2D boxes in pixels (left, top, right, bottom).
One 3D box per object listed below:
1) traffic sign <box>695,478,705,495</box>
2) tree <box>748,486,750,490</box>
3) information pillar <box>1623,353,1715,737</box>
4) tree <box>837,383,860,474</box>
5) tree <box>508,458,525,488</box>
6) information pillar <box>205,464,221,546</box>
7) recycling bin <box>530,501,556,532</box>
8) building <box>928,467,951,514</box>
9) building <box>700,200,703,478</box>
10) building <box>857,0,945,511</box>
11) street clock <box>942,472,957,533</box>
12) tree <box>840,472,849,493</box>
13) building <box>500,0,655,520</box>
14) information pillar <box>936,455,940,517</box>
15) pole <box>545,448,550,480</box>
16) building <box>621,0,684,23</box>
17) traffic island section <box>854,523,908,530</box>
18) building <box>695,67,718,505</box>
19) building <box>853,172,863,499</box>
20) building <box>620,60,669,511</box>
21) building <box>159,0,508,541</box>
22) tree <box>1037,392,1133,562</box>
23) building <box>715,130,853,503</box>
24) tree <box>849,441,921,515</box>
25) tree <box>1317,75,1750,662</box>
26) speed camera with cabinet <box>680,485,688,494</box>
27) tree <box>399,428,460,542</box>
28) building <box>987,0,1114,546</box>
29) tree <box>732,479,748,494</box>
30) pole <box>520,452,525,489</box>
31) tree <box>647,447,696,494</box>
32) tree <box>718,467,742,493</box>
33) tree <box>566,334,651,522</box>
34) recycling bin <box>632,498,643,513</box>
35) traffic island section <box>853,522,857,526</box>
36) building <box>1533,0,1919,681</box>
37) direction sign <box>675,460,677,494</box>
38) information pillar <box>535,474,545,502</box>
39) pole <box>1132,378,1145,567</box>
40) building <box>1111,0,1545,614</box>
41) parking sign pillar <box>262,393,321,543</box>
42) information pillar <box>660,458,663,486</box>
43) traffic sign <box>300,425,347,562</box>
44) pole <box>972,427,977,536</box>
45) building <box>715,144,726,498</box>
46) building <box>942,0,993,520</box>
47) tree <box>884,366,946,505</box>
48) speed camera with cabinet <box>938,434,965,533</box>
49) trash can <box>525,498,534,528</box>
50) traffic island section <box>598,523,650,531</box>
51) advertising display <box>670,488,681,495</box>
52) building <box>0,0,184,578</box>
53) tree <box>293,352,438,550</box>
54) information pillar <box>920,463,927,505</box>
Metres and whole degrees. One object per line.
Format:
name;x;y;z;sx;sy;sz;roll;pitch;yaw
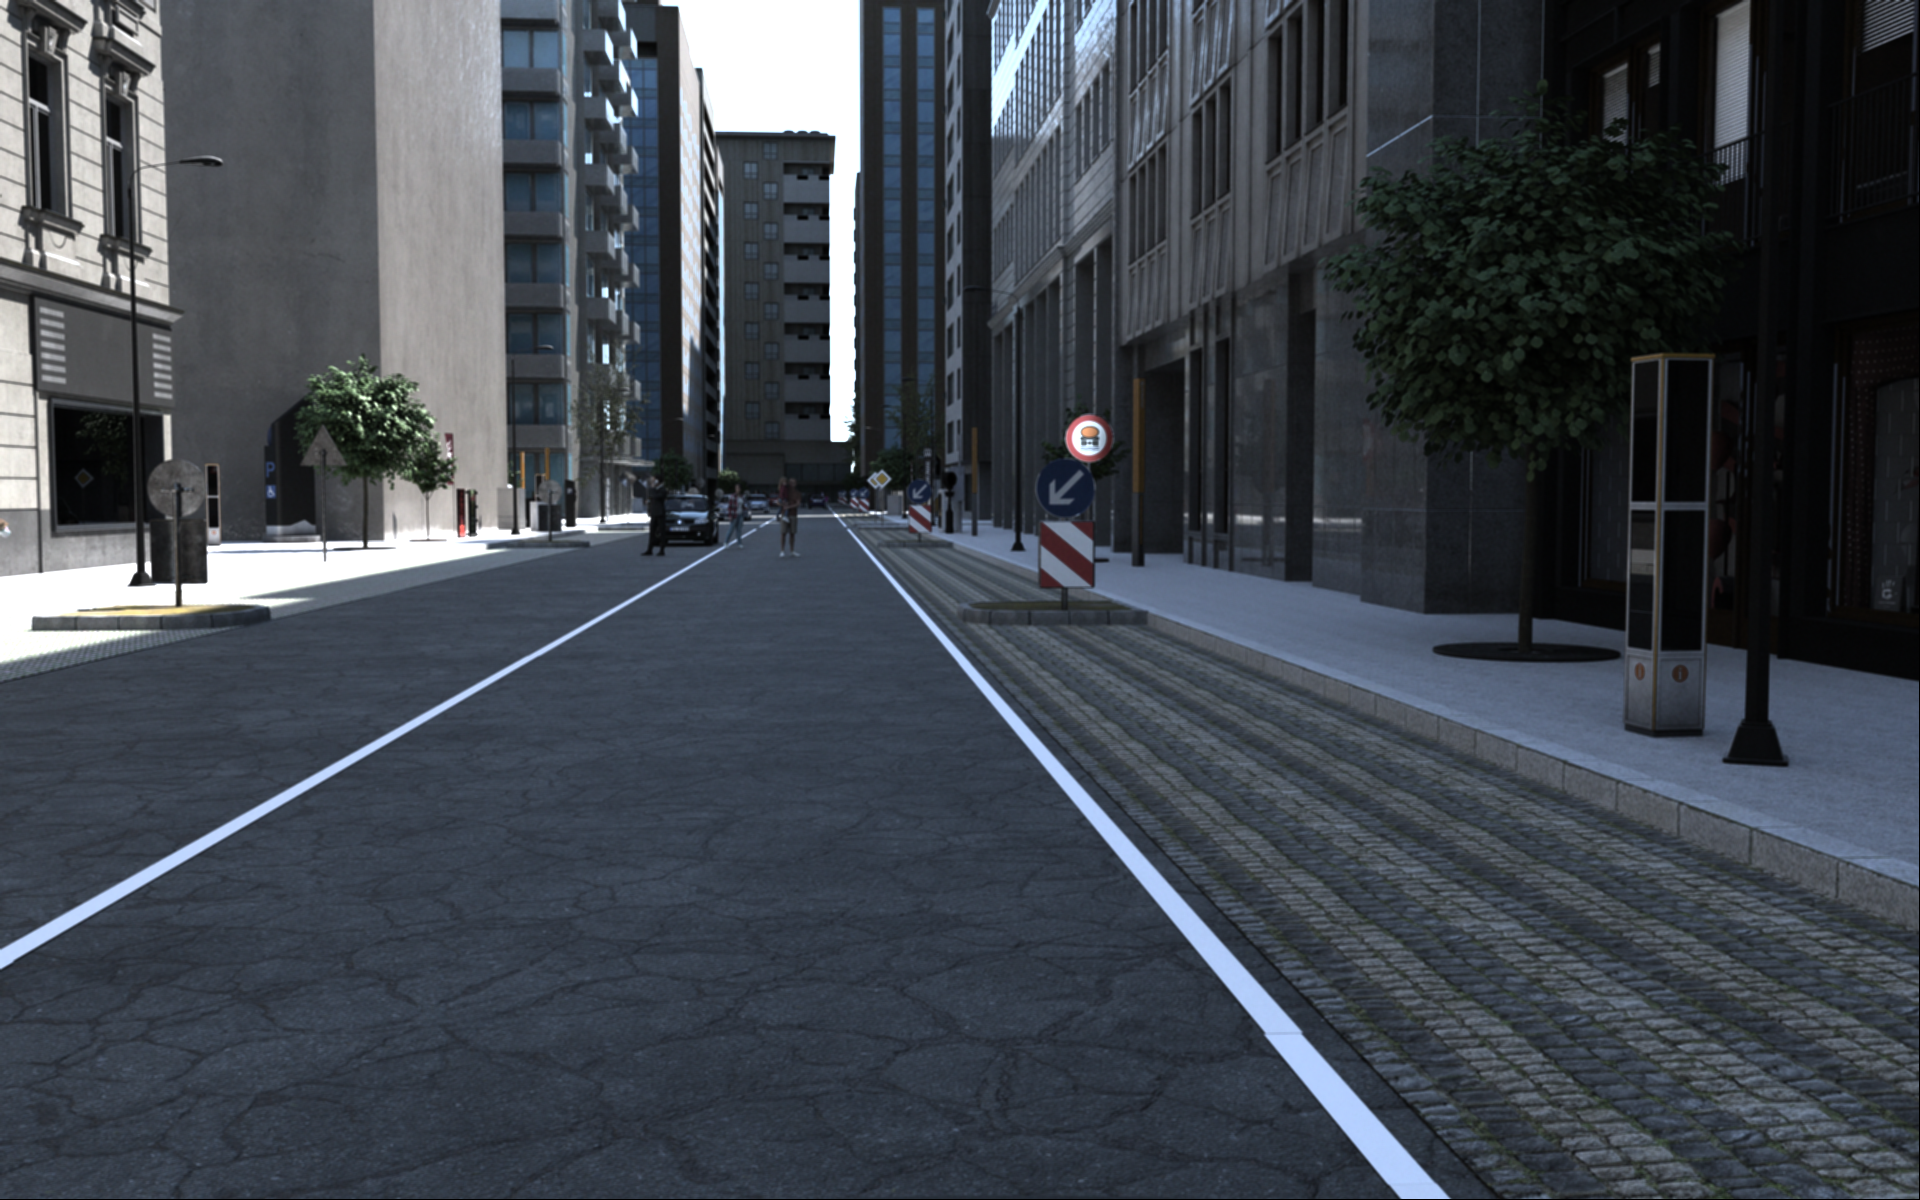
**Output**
traffic sign;-20.351;-8.289;135.629;0.768;2.556;0.104;0;4;-2
tree;-28.213;-14.166;226.215;1.663;3.219;1.824;0;3;0
information pillar;3.771;-0.290;9.227;0.304;2.012;0.304;-1;4;-10
tree;-7.660;-14.715;158.720;7.486;12.596;7.792;0;3;0
tree;-20.717;-5.112;78.185;1.663;3.219;1.824;0;3;0
information pillar;-18.404;-2.334;42.656;0.304;2.012;0.304;-2;4;-27
recycling bin;-14.299;-2.867;59.428;0.722;1.027;0.722;-2;4;-32
building;14.329;-25.886;115.116;32.217;40.220;23.993;0;4;-5
building;-33.002;-31.868;171.146;14.600;45.320;14.200;0;4;-5
building;-1.075;-30.014;140.836;14.600;45.320;14.200;0;4;-5
street clock;-0.341;-3.171;56.412;0.358;2.002;0.471;3;5;41
tree;-9.608;-11.629;173.848;4.285;4.588;4.351;0;3;0
building;-30.255;-29.239;97.660;23.786;49.044;30.456;0;4;-5
information pillar;-1.306;-6.505;97.710;0.183;3.616;0.504;3;5;43
pole;-18.190;-5.049;76.390;0.158;3.312;0.155;0;3;0
building;-31.697;-31.004;157.032;14.600;45.320;14.200;0;4;-5
traffic island section;-3.090;-2.877;69.315;2.009;0.180;2.903;0;4;-5
building;-37.882;-34.549;188.575;21.300;48.544;21.600;0;4;-5
building;-4.487;-38.190;248.106;21.600;48.544;21.300;0;4;-5
building;-38.804;-26.950;132.506;32.217;40.220;23.993;0;4;-5
building;-33.492;-15.306;54.762;34.151;26.468;19.350;0;4;-5
tree;2.213;-2.347;32.980;1.663;3.219;1.824;0;3;0
building;-29.472;-40.378;249.419;27.495;52.752;28.713;0;4;-5
tree;-4.281;-7.945;113.613;4.285;4.588;4.351;0;3;0
tree;4.464;-1.836;13.735;4.285;4.588;4.351;0;3;0
speed camera with cabinet;-21.328;-8.515;133.563;0.660;3.252;2.038;1;4;16
tree;-14.305;-3.199;46.898;1.663;3.219;1.824;0;3;0
building;7.799;-16.830;52.670;11.434;29.767;29.804;0;4;-5
tree;-28.186;-13.753;219.462;1.663;3.219;1.824;0;3;0
pole;-21.221;-5.516;84.023;0.158;3.312;0.155;0;3;0
tree;-20.056;-8.344;120.142;4.285;4.588;4.351;0;3;0
tree;-27.811;-13.688;207.511;4.285;4.588;4.351;0;3;0
tree;-16.330;-7.934;80.076;4.360;8.622;3.978;0;3;0
recycling bin;-21.683;-6.311;115.732;0.722;1.027;0.722;-3;5;-44
traffic island section;-3.745;-3.363;77.273;2.009;0.180;2.903;0;4;-5
building;12.708;-11.022;9.885;12.332;23.373;15.834;0;4;-5
direction sign;-18.807;-7.511;114.794;0.379;3.537;0.876;0;4;0
information pillar;-15.580;-3.659;64.313;0.304;2.012;0.304;0;4;2
pole;3.161;-2.250;30.626;0.158;3.312;0.155;0;3;0
building;10.128;-12.849;28.100;12.078;24.808;19.932;0;4;-5
parking sign pillar;-17.672;-3.498;45.667;1.447;3.967;1.447;2;4;26
information pillar;-19.112;-7.328;111.171;0.183;3.616;0.504;1;4;9
traffic sign;-11.938;-1.987;32.486;0.884;2.594;0.081;0;4;2
pole;0.447;-3.622;53.057;0.158;3.312;0.155;0;3;0
building;-36.928;-34.636;216.405;14.200;45.320;14.600;0;4;-5
building;6.611;-19.313;87.463;14.107;30.474;14.160;0;4;-5
tree;-2.169;-9.169;100.273;4.737;8.622;4.395;0;3;0
speed camera with cabinet;-0.306;-3.893;57.984;0.660;3.252;2.038;-1;4;-10
trash can;-16.546;-3.315;65.855;0.748;1.137;0.748;0;3;0
traffic island section;-13.148;-2.827;68.495;2.009;0.180;2.903;0;4;-5
advertising display;-21.240;-7.578;129.115;0.974;1.923;0.123;1;4;14
building;-21.605;-14.482;13.197;17.030;29.872;44.131;0;4;-5
tree;-13.828;-3.452;40.162;4.285;4.588;4.351;0;3;0
information pillar;-2.790;-8.615;132.204;0.504;3.616;0.183;-1;4;-16
